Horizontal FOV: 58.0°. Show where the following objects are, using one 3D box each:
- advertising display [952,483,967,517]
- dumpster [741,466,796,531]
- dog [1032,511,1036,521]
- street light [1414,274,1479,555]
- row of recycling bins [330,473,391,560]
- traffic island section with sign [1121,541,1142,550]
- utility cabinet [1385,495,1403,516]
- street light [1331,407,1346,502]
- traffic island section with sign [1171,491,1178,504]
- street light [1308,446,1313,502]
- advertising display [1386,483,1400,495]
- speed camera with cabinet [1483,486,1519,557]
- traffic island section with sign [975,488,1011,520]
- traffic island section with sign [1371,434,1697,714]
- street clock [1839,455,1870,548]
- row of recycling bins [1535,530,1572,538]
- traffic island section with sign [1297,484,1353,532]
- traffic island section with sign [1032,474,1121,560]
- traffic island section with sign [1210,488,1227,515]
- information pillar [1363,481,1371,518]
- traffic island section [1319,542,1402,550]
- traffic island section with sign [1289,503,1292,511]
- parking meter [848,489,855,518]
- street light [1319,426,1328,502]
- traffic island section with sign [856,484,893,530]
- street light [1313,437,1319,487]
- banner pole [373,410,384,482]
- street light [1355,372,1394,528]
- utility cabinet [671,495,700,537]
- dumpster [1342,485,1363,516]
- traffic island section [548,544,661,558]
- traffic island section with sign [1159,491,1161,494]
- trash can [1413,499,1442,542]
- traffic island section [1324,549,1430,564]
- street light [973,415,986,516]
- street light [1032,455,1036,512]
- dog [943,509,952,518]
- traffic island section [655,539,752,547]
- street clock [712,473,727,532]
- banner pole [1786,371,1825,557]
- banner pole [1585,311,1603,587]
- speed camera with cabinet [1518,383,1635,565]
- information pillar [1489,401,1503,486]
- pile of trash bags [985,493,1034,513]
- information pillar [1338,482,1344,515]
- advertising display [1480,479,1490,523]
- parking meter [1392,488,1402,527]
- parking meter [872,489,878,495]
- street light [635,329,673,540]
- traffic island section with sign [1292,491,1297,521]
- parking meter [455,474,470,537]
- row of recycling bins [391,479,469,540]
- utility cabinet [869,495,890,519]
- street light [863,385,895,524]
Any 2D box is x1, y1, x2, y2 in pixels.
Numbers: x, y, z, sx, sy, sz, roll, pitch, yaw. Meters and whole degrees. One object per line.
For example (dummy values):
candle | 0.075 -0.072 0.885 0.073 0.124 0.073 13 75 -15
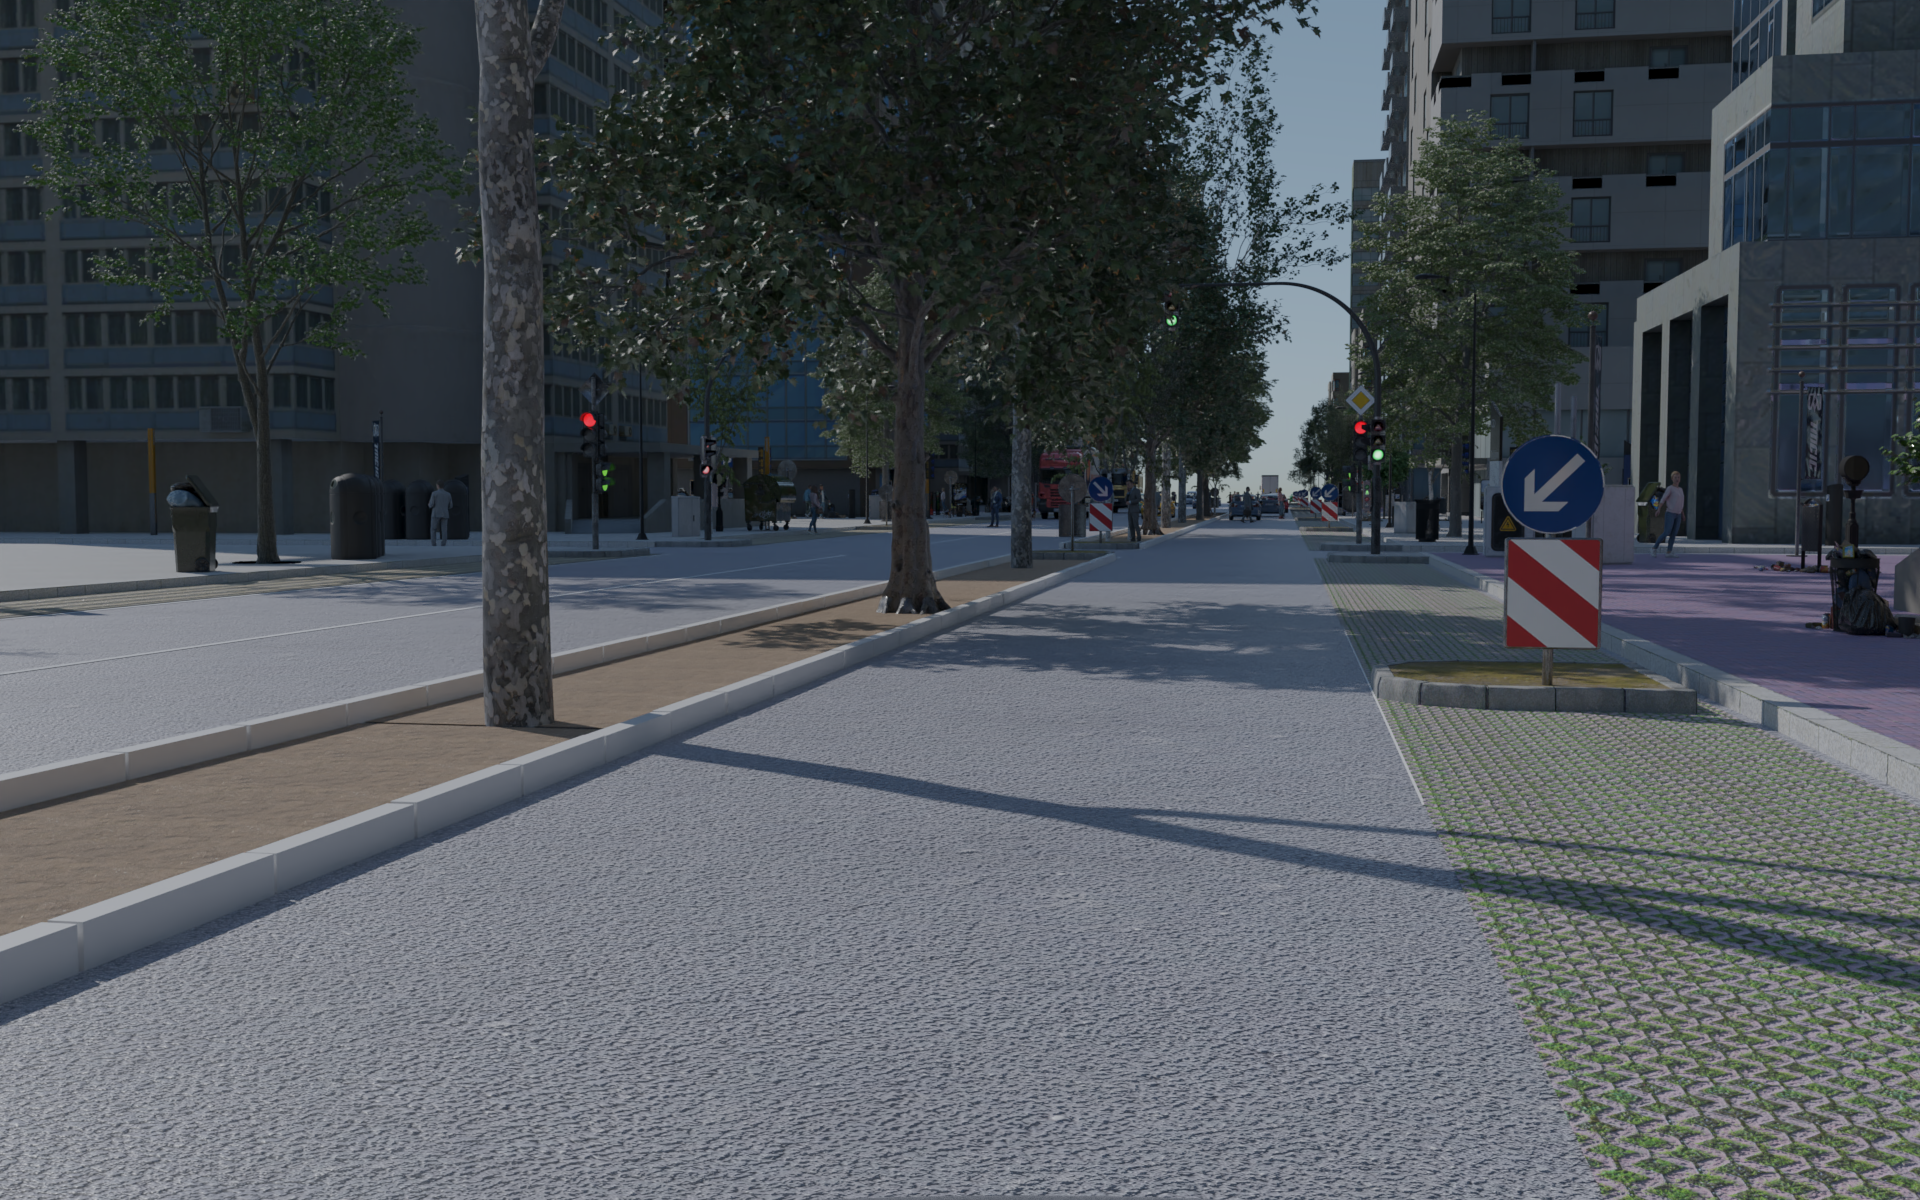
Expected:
advertising display | -0.029 -5.612 96.970 0.974 1.923 0.123 -3 4 -38
dumpster | -6.717 -3.560 60.703 1.502 2.255 1.985 1 4 11
dog | 3.914 -4.540 93.516 0.540 0.507 0.406 1 4 17
street light | 10.271 -3.916 36.562 1.470 5.913 1.316 1 4 11
row of recycling bins | -12.295 -1.730 35.396 1.069 1.692 3.534 -1 4 -17
traffic island section with sign | 3.781 -2.296 45.670 2.006 1.907 1.989 1 4 11
utility cabinet | 24.943 -5.418 99.751 1.020 1.237 0.306 2 4 26
street light | 20.624 -7.302 91.935 1.470 5.913 1.316 1 4 11
traffic island section with sign | 31.293 -14.982 253.586 1.989 1.847 2.006 1 4 11
street light | 34.616 -11.890 166.943 1.470 5.913 1.316 1 4 11
advertising display | 25.915 -6.022 103.679 0.974 1.923 0.123 -2 4 -32
speed camera with cabinet | 11.679 -2.489 35.034 2.038 3.252 0.660 1 4 15
traffic island section with sign | 1.979 -5.359 96.248 1.989 1.847 2.006 1 4 11
traffic island section with sign | 3.972 -0.225 12.300 1.989 1.847 2.006 1 4 11
street clock | 16.779 -1.711 32.549 0.471 2.002 0.358 0 4 2
row of recycling bins | 16.523 -2.595 49.536 3.534 1.692 1.069 -3 4 -37
traffic island section with sign | 14.048 -3.537 66.452 1.989 1.847 2.006 1 4 11
traffic island section with sign | 2.415 -1.850 38.390 2.006 1.907 1.989 1 4 11
traffic island section with sign | 17.531 -6.814 119.545 2.006 1.907 1.989 1 4 11
information pillar | 21.519 -5.330 91.629 0.304 2.012 0.304 3 5 42
traffic island section | 10.338 -1.377 44.798 2.009 0.180 2.903 1 4 11
traffic island section with sign | 28.284 -8.210 142.868 1.989 1.847 2.006 1 4 11
parking meter | -5.708 -5.074 91.379 0.372 1.533 0.369 0 3 0
street light | 25.310 -8.868 117.538 1.470 5.913 1.316 1 4 11
traffic island section with sign | -3.006 -3.723 69.497 1.989 1.847 2.006 1 4 11
street light | 29.686 -10.290 140.787 1.470 5.913 1.316 1 4 11
banner pole | -17.380 -3.780 51.825 0.401 3.779 0.863 -3 5 -42
street light | 15.815 -5.706 65.832 1.470 5.913 1.316 1 4 11
utility cabinet | -8.227 -2.500 52.042 0.306 1.237 1.020 2 4 31
dumpster | 23.054 -5.862 101.601 1.264 1.857 1.865 1 4 11
traffic island section | -8.467 -1.094 40.170 2.009 0.180 2.903 1 4 11
traffic island section with sign | 26.217 -13.320 226.409 1.989 1.847 2.006 1 4 11
trash can | 12.509 -2.122 46.349 0.748 1.137 0.748 0 3 0
traffic island section | 8.876 -0.897 36.947 2.009 0.180 2.903 1 4 11
street light | 1.425 -7.828 100.525 1.470 5.913 1.316 1 4 11
street light | 5.850 -9.278 124.238 1.470 5.913 1.316 1 4 11
dog | -0.678 -4.616 92.309 0.540 0.507 0.406 0 4 5
traffic island section | -7.005 -1.574 48.021 2.009 0.180 2.903 1 4 11
street clock | -8.205 -3.332 59.053 0.471 2.002 0.358 2 4 31
banner pole | 17.374 -2.782 35.499 0.863 3.779 0.401 -2 4 -23
banner pole | 8.776 -2.077 23.980 0.401 3.779 0.863 2 4 32
speed camera with cabinet | 11.261 -2.269 31.429 2.038 3.252 0.660 -1 4 -21
information pillar | 13.470 -3.193 43.565 0.183 3.616 0.504 -1 4 -11
pile of trash bags | 3.524 -6.790 120.774 3.447 1.369 1.912 -1 4 -17
information pillar | 23.068 -6.138 104.841 0.304 2.012 0.304 2 4 26
advertising display | 23.178 -4.298 75.489 0.974 1.923 0.123 2 4 28
parking meter | 16.954 -3.596 67.213 0.372 1.533 0.369 0 3 0
parking meter | -4.630 -5.253 94.300 0.372 1.533 0.369 0 3 0
street light | -8.371 -4.629 48.226 1.470 5.913 1.316 1 4 11
traffic island section with sign | 19.065 -5.183 93.368 1.989 1.847 2.006 1 4 11
parking meter | -14.674 -2.772 51.038 0.255 1.863 0.399 1 4 22
row of recycling bins | -15.621 -2.563 49.025 3.534 1.692 1.069 0 4 8
utility cabinet | -4.122 -4.741 88.684 1.020 1.237 0.306 -1 4 -19
street light | -3.456 -6.219 74.215 1.470 5.913 1.316 1 4 11
